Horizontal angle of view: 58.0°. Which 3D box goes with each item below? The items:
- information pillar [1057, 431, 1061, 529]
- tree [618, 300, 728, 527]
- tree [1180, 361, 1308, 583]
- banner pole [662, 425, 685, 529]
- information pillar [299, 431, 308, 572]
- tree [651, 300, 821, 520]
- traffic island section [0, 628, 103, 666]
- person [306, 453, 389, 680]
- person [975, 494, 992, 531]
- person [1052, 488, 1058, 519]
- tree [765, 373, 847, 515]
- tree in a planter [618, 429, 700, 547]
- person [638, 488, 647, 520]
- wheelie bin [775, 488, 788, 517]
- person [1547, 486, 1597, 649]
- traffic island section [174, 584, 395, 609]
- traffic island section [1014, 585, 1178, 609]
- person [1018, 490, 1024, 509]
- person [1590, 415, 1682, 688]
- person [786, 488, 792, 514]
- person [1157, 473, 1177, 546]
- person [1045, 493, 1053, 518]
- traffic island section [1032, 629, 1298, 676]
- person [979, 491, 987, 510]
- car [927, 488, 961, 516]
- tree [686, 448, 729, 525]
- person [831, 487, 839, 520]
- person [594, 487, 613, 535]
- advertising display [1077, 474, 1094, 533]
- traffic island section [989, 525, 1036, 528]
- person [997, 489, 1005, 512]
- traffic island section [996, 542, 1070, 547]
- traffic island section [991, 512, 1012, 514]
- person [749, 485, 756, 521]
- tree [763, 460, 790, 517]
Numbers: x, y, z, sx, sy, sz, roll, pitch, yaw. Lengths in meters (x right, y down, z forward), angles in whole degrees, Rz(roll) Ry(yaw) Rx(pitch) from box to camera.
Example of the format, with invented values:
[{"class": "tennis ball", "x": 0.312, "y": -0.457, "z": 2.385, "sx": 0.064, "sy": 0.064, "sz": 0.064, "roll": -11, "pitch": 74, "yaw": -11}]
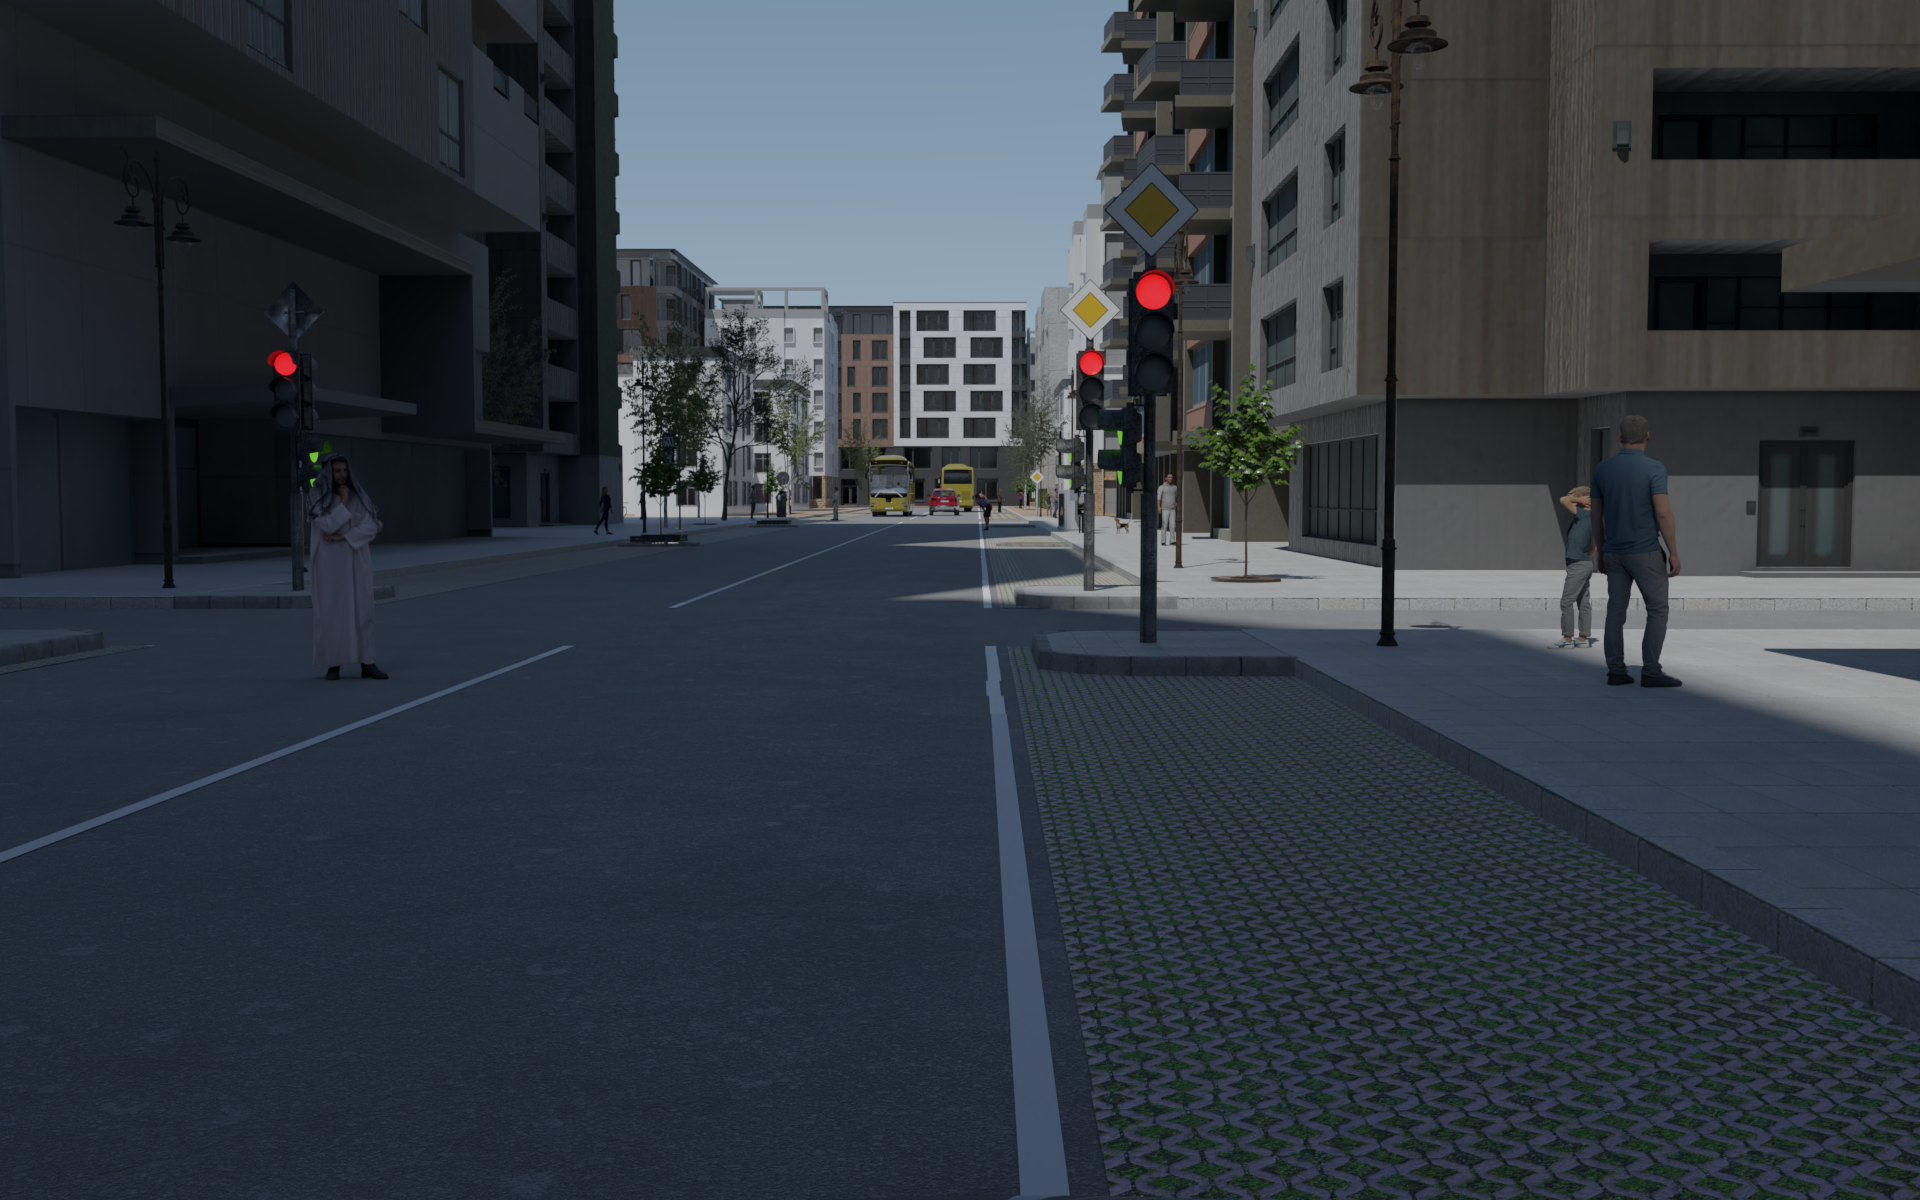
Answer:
[{"class": "information pillar", "x": 3.714, "y": -4.472, "z": 64.469, "sx": 0.183, "sy": 3.616, "sz": 0.504, "roll": 0, "pitch": 3, "yaw": 0}, {"class": "tree", "x": -11.303, "y": -7.111, "z": 66.619, "sx": 4.737, "sy": 8.622, "sz": 4.395, "roll": 0, "pitch": 3, "yaw": 0}, {"class": "tree", "x": 4.317, "y": -1.879, "z": 25.327, "sx": 1.663, "sy": 3.219, "sz": 1.824, "roll": 0, "pitch": 3, "yaw": 0}, {"class": "banner pole", "x": -10.441, "y": -4.466, "z": 63.042, "sx": 0.863, "sy": 3.779, "sz": 0.401, "roll": 0, "pitch": 3, "yaw": 0}, {"class": "information pillar", "x": -10.847, "y": -2.268, "z": 28.436, "sx": 0.183, "sy": 3.616, "sz": 0.504, "roll": -1, "pitch": 4, "yaw": -20}, {"class": "tree", "x": -11.226, "y": -9.128, "z": 83.649, "sx": 7.601, "sy": 10.594, "sz": 8.767, "roll": 3, "pitch": 5, "yaw": 41}, {"class": "traffic island section", "x": -8.912, "y": 0.440, "z": 15.086, "sx": 2.009, "sy": 0.180, "sz": 2.903, "roll": 0, "pitch": 4, "yaw": 1}, {"class": "person", "x": -4.774, "y": -0.257, "z": 13.368, "sx": 0.621, "sy": 1.740, "sz": 0.551, "roll": 2, "pitch": 4, "yaw": 34}, {"class": "person", "x": 0.924, "y": -3.435, "z": 67.897, "sx": 0.697, "sy": 1.427, "sz": 0.421, "roll": 0, "pitch": 4, "yaw": -2}, {"class": "person", "x": 5.055, "y": -5.055, "z": 90.645, "sx": 0.435, "sy": 1.587, "sz": 0.963, "roll": 0, "pitch": 4, "yaw": -2}, {"class": "tree", "x": -10.211, "y": -9.436, "z": 104.643, "sx": 4.737, "sy": 8.622, "sz": 4.395, "roll": 0, "pitch": 3, "yaw": 0}, {"class": "tree in a planter", "x": -8.244, "y": -3.082, "z": 47.621, "sx": 1.991, "sy": 3.239, "sz": 1.994, "roll": 0, "pitch": 4, "yaw": 1}, {"class": "person", "x": -15.931, "y": -4.893, "z": 86.840, "sx": 0.445, "sy": 1.727, "sz": 0.742, "roll": -1, "pitch": 4, "yaw": -14}, {"class": "wheelie bin", "x": -9.878, "y": -5.380, "z": 95.863, "sx": 0.693, "sy": 1.594, "sz": 0.980, "roll": -1, "pitch": 4, "yaw": -9}, {"class": "person", "x": 5.099, "y": -0.272, "z": 14.406, "sx": 0.340, "sy": 1.345, "sz": 0.435, "roll": 2, "pitch": 4, "yaw": 27}, {"class": "traffic island section", "x": -8.830, "y": -0.048, "z": 23.070, "sx": 2.009, "sy": 0.180, "sz": 2.903, "roll": 0, "pitch": 4, "yaw": 1}, {"class": "traffic island section", "x": 1.731, "y": -0.041, "z": 22.958, "sx": 2.009, "sy": 0.180, "sz": 2.903, "roll": 0, "pitch": 4, "yaw": 1}, {"class": "person", "x": 5.427, "y": -8.910, "z": 152.403, "sx": 0.721, "sy": 1.739, "sz": 1.217, "roll": -2, "pitch": 4, "yaw": -28}, {"class": "person", "x": 4.542, "y": -0.332, "z": 11.602, "sx": 0.434, "sy": 1.807, "sz": 0.598, "roll": -2, "pitch": 4, "yaw": -28}, {"class": "person", "x": -11.238, "y": -6.513, "z": 112.400, "sx": 0.599, "sy": 1.838, "sz": 0.709, "roll": 0, "pitch": 4, "yaw": 3}, {"class": "person", "x": 5.170, "y": -2.247, "z": 42.933, "sx": 0.875, "sy": 1.805, "sz": 0.789, "roll": -1, "pitch": 4, "yaw": -19}, {"class": "person", "x": 4.862, "y": -5.138, "z": 93.953, "sx": 0.340, "sy": 1.345, "sz": 0.435, "roll": 3, "pitch": 5, "yaw": 42}, {"class": "traffic island section", "x": 1.649, "y": 0.447, "z": 14.974, "sx": 2.009, "sy": 0.180, "sz": 2.903, "roll": 0, "pitch": 4, "yaw": 1}, {"class": "person", "x": 2.014, "y": -9.185, "z": 159.391, "sx": 1.217, "sy": 1.736, "sz": 0.721, "roll": -3, "pitch": 5, "yaw": -39}, {"class": "car", "x": -1.079, "y": -6.596, "z": 116.523, "sx": 2.281, "sy": 1.827, "sz": 5.304, "roll": 0, "pitch": 4, "yaw": -1}, {"class": "tree", "x": -10.830, "y": -4.798, "z": 73.045, "sx": 1.663, "sy": 3.219, "sz": 1.824, "roll": 0, "pitch": 3, "yaw": 0}, {"class": "person", "x": -6.814, "y": -5.238, "z": 94.294, "sx": 0.789, "sy": 1.805, "sz": 0.875, "roll": 0, "pitch": 4, "yaw": 8}, {"class": "person", "x": -11.260, "y": -2.821, "z": 54.710, "sx": 0.480, "sy": 1.512, "sz": 0.613, "roll": 3, "pitch": 4, "yaw": 38}, {"class": "advertising display", "x": 4.079, "y": -3.127, "z": 56.332, "sx": 0.123, "sy": 1.923, "sz": 0.974, "roll": -1, "pitch": 4, "yaw": -21}, {"class": "traffic island section", "x": 2.260, "y": -3.162, "z": 74.564, "sx": 1.991, "sy": 0.108, "sz": 1.994, "roll": 0, "pitch": 4, "yaw": 1}, {"class": "person", "x": 3.080, "y": -7.588, "z": 132.694, "sx": 0.705, "sy": 1.807, "sz": 1.348, "roll": -2, "pitch": 4, "yaw": -25}, {"class": "traffic island section", "x": 1.983, "y": -1.514, "z": 47.622, "sx": 1.991, "sy": 0.108, "sz": 1.994, "roll": 0, "pitch": 4, "yaw": 1}, {"class": "traffic island section", "x": 2.787, "y": -6.291, "z": 125.724, "sx": 1.991, "sy": 0.108, "sz": 1.994, "roll": 0, "pitch": 4, "yaw": 1}, {"class": "person", "x": -10.036, "y": -4.711, "z": 83.793, "sx": 0.376, "sy": 1.734, "sz": 0.841, "roll": 0, "pitch": 4, "yaw": -3}, {"class": "tree", "x": -10.751, "y": -6.365, "z": 98.670, "sx": 1.663, "sy": 3.219, "sz": 1.824, "roll": 0, "pitch": 3, "yaw": 0}]
